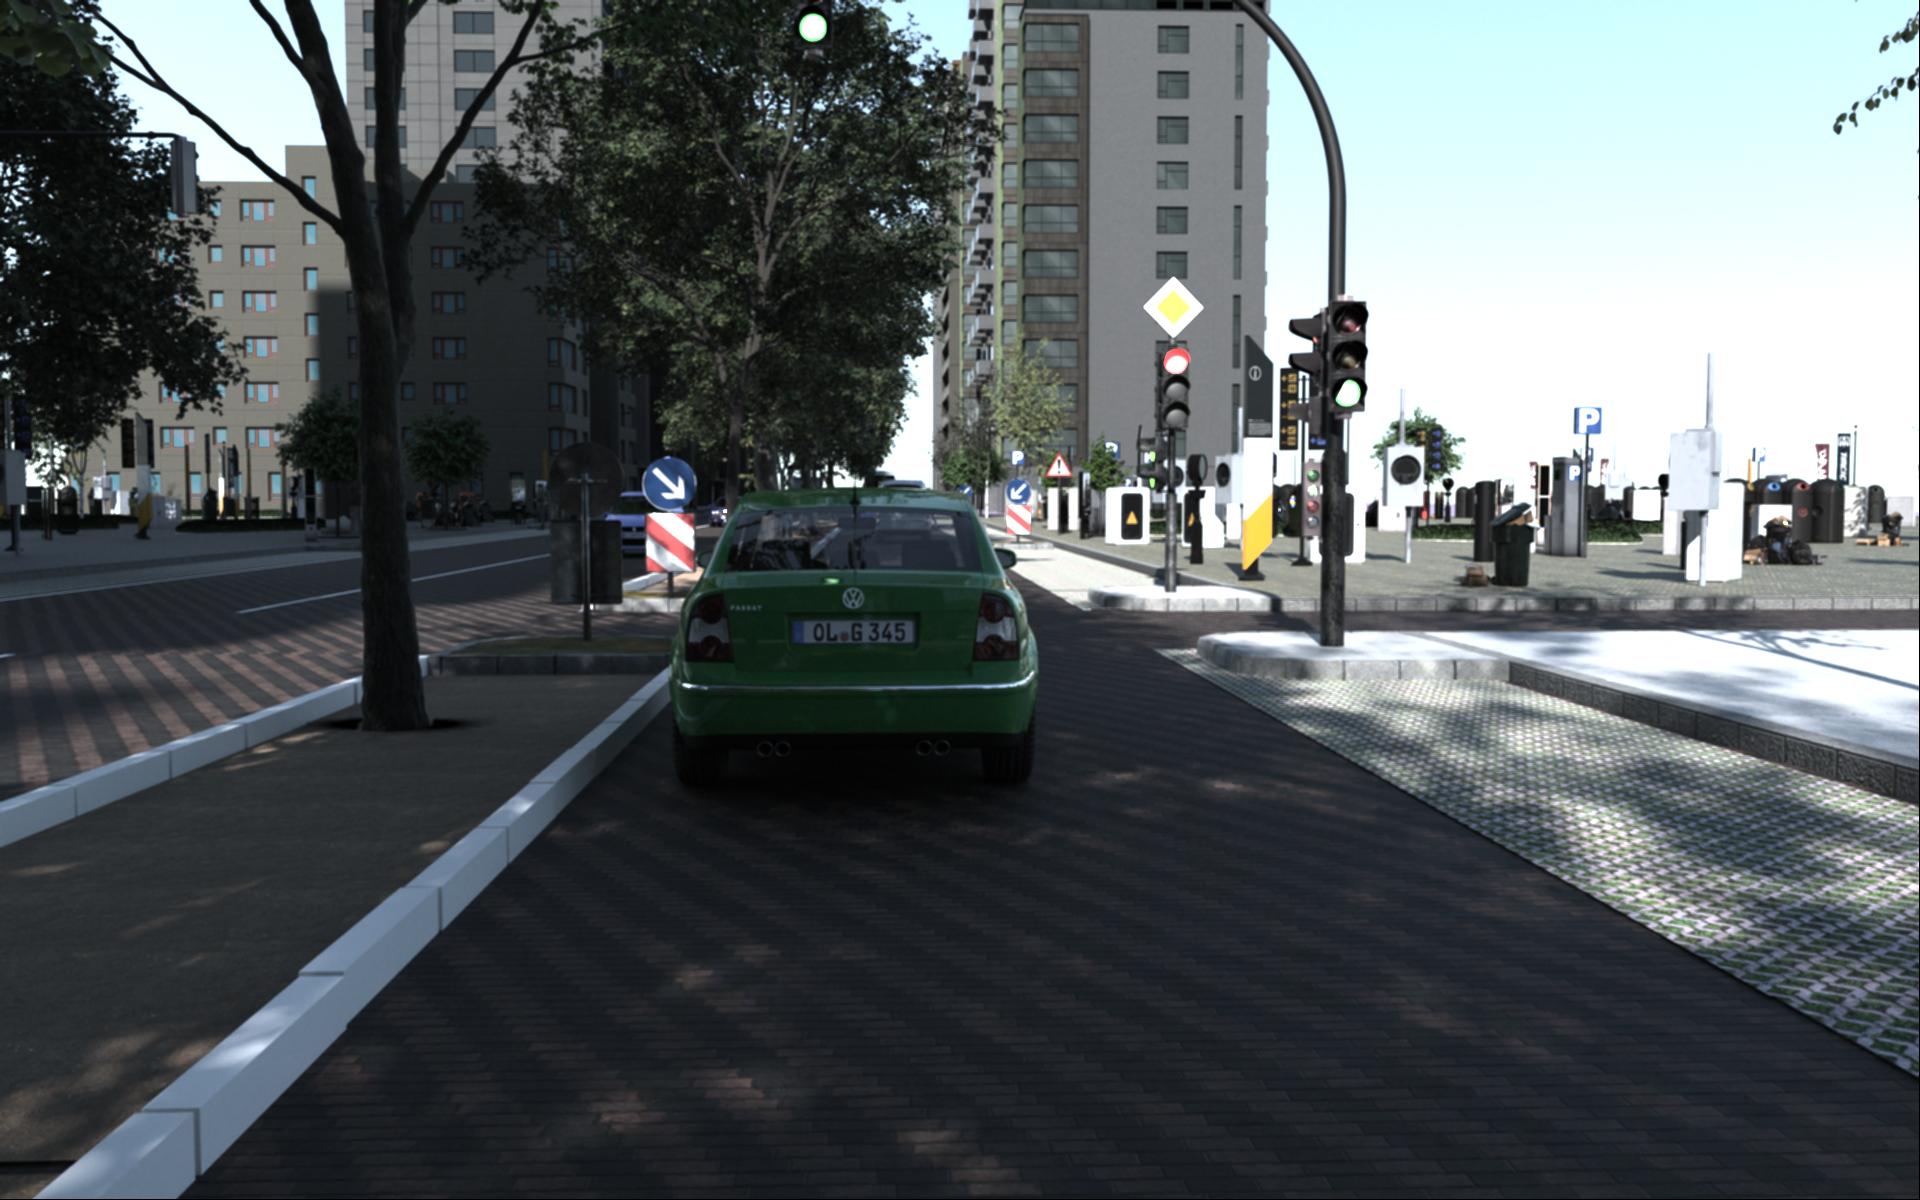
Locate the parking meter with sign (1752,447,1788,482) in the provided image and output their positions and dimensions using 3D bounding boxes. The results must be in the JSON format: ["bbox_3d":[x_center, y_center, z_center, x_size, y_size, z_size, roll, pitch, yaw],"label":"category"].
[{"bbox_3d":[30.065,-4.132,63.812,0.543,3.016,1.738,-1,4,-22],"label":"parking meter with sign"}]

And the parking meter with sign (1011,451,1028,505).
[{"bbox_3d":[2.426,-4.479,69.487,0.543,3.016,1.738,0,4,-6],"label":"parking meter with sign"}]

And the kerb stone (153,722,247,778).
[{"bbox_3d":[-4.027,0.797,9.161,0.120,0.150,1.000,0,4,-3],"label":"kerb stone"}]

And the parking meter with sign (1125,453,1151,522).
[{"bbox_3d":[6.720,-4.326,66.993,1.738,3.016,0.543,-3,4,-38],"label":"parking meter with sign"}]

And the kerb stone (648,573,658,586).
[{"bbox_3d":[-4.886,-0.301,27.121,0.120,0.150,1.000,0,4,-3],"label":"kerb stone"}]

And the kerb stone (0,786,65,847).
[{"bbox_3d":[-3.930,0.922,7.119,0.120,0.150,1.000,0,4,-3],"label":"kerb stone"}]

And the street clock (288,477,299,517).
[{"bbox_3d":[-27.882,-4.153,72.473,0.471,2.002,0.358,3,4,39],"label":"street clock"}]

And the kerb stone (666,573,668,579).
[{"bbox_3d":[-4.991,-0.423,29.174,0.120,0.150,1.000,0,4,-3],"label":"kerb stone"}]

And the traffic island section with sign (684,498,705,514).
[{"bbox_3d":[-18.996,-6.912,121.645,1.989,1.847,2.006,0,4,-3],"label":"traffic island section with sign"}]

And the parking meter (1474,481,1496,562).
[{"bbox_3d":[9.917,-1.488,32.738,0.372,1.533,0.369,0,3,0],"label":"parking meter"}]

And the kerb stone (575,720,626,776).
[{"bbox_3d":[-1.928,0.795,9.247,0.120,0.150,1.000,0,4,-3],"label":"kerb stone"}]

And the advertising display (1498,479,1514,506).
[{"bbox_3d":[23.078,-4.160,73.229,0.974,1.923,0.123,-3,4,-37],"label":"advertising display"}]

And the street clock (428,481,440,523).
[{"bbox_3d":[-23.046,-4.365,75.936,0.471,2.002,0.358,0,4,5],"label":"street clock"}]

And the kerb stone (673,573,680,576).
[{"bbox_3d":[-5.038,-0.489,30.194,0.120,0.150,1.000,0,4,-3],"label":"kerb stone"}]

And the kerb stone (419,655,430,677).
[{"bbox_3d":[-4.230,0.546,13.270,0.120,0.150,1.000,0,4,-3],"label":"kerb stone"}]

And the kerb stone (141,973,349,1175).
[{"bbox_3d":[-1.679,1.111,4.134,0.120,0.150,1.000,0,4,-3],"label":"kerb stone"}]

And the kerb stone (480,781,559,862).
[{"bbox_3d":[-1.831,0.921,7.200,0.120,0.150,1.000,0,4,-3],"label":"kerb stone"}]

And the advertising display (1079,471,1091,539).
[{"bbox_3d":[3.554,-2.696,49.292,0.123,1.923,0.974,1,4,18],"label":"advertising display"}]

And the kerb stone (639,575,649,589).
[{"bbox_3d":[-4.845,-0.239,26.100,0.120,0.150,1.000,0,4,-3],"label":"kerb stone"}]

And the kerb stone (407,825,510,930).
[{"bbox_3d":[-1.783,0.983,6.178,0.120,0.150,1.000,0,4,-3],"label":"kerb stone"}]

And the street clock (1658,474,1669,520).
[{"bbox_3d":[25.043,-3.487,61.579,0.358,2.002,0.471,-1,4,-15],"label":"street clock"}]

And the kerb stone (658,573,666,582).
[{"bbox_3d":[-4.939,-0.364,28.142,0.120,0.150,1.000,0,4,-3],"label":"kerb stone"}]

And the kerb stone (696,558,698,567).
[{"bbox_3d":[-5.286,-0.798,35.315,0.120,0.150,1.000,0,4,-3],"label":"kerb stone"}]

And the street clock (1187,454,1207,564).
[{"bbox_3d":[4.338,-1.658,31.684,0.358,2.002,0.471,2,4,26],"label":"street clock"}]

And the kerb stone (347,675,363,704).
[{"bbox_3d":[-4.174,0.609,12.247,0.120,0.150,1.000,0,4,-3],"label":"kerb stone"}]

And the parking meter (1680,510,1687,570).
[{"bbox_3d":[12.367,-1.272,29.210,0.372,1.533,0.369,0,3,0],"label":"parking meter"}]

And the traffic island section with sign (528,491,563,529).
[{"bbox_3d":[-16.577,-3.825,71.173,1.989,1.847,2.006,0,4,-3],"label":"traffic island section with sign"}]

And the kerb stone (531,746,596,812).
[{"bbox_3d":[-1.883,0.855,8.222,0.120,0.150,1.000,0,4,-3],"label":"kerb stone"}]

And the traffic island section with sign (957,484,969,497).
[{"bbox_3d":[0.054,-3.891,72.242,1.989,1.847,2.006,0,4,-3],"label":"traffic island section with sign"}]

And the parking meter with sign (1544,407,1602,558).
[{"bbox_3d":[12.512,-2.405,35.578,0.543,3.016,1.738,0,4,-4],"label":"parking meter with sign"}]

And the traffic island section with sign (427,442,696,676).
[{"bbox_3d":[-3.257,-0.395,14.596,2.006,1.907,1.989,0,4,-3],"label":"traffic island section with sign"}]

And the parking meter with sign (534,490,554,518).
[{"bbox_3d":[-21.950,-5.902,92.751,1.738,3.016,0.543,1,4,12],"label":"parking meter with sign"}]

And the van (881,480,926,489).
[{"bbox_3d":[-1.703,-2.726,51.575,2.013,2.044,4.112,0,4,-2],"label":"van"}]

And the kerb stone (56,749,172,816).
[{"bbox_3d":[-3.982,0.860,8.140,0.120,0.150,1.000,0,4,-3],"label":"kerb stone"}]

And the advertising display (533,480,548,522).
[{"bbox_3d":[-19.031,-4.490,78.619,0.123,1.923,0.974,1,4,20],"label":"advertising display"}]

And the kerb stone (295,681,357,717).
[{"bbox_3d":[-4.136,0.674,11.219,0.120,0.150,1.000,0,4,-3],"label":"kerb stone"}]

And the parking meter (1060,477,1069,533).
[{"bbox_3d":[3.390,-3.117,56.682,0.255,1.863,0.399,-1,4,-12],"label":"parking meter"}]

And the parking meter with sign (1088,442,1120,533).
[{"bbox_3d":[4.705,-3.754,57.632,0.543,3.016,1.738,2,4,29],"label":"parking meter with sign"}]

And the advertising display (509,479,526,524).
[{"bbox_3d":[-18.745,-4.171,73.414,0.123,1.923,0.974,2,4,24],"label":"advertising display"}]

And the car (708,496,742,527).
[{"bbox_3d":[-10.044,-3.896,76.280,1.945,1.354,3.894,0,4,-2],"label":"car"}]

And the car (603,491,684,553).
[{"bbox_3d":[-7.412,-1.895,40.572,1.945,1.707,3.694,0,4,-4],"label":"car"}]

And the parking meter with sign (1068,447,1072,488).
[{"bbox_3d":[4.858,-4.106,63.390,1.738,3.016,0.543,1,4,9],"label":"parking meter with sign"}]

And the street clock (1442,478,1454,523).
[{"bbox_3d":[21.905,-4.476,77.745,0.358,2.002,0.471,-3,4,-37],"label":"street clock"}]

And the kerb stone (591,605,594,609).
[{"bbox_3d":[-4.652,0.011,22.011,0.120,0.150,1.000,0,4,-3],"label":"kerb stone"}]

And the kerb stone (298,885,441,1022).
[{"bbox_3d":[-1.740,1.042,5.154,0.120,0.150,1.000,0,4,-3],"label":"kerb stone"}]

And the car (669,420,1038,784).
[{"bbox_3d":[-0.594,-0.071,9.961,1.959,1.807,4.718,0,4,-3],"label":"car"}]

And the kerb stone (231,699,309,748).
[{"bbox_3d":[-4.073,0.734,10.195,0.120,0.150,1.000,0,4,-3],"label":"kerb stone"}]

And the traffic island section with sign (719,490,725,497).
[{"bbox_3d":[-20.283,-8.559,148.569,1.989,1.847,2.006,0,4,-3],"label":"traffic island section with sign"}]

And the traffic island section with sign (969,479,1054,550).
[{"bbox_3d":[1.362,-2.244,45.319,1.989,1.847,2.006,0,4,-3],"label":"traffic island section with sign"}]

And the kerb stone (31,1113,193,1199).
[{"bbox_3d":[-1.633,1.173,3.113,0.120,0.150,1.000,0,4,-3],"label":"kerb stone"}]

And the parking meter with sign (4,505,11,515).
[{"bbox_3d":[-51.585,-5.963,93.748,0.543,3.016,1.738,0,4,-1],"label":"parking meter with sign"}]

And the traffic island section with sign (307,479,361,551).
[{"bbox_3d":[-15.269,-2.159,43.927,1.989,1.847,2.006,0,4,-3],"label":"traffic island section with sign"}]

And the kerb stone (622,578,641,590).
[{"bbox_3d":[-4.790,-0.176,25.080,0.120,0.150,1.000,0,4,-3],"label":"kerb stone"}]
